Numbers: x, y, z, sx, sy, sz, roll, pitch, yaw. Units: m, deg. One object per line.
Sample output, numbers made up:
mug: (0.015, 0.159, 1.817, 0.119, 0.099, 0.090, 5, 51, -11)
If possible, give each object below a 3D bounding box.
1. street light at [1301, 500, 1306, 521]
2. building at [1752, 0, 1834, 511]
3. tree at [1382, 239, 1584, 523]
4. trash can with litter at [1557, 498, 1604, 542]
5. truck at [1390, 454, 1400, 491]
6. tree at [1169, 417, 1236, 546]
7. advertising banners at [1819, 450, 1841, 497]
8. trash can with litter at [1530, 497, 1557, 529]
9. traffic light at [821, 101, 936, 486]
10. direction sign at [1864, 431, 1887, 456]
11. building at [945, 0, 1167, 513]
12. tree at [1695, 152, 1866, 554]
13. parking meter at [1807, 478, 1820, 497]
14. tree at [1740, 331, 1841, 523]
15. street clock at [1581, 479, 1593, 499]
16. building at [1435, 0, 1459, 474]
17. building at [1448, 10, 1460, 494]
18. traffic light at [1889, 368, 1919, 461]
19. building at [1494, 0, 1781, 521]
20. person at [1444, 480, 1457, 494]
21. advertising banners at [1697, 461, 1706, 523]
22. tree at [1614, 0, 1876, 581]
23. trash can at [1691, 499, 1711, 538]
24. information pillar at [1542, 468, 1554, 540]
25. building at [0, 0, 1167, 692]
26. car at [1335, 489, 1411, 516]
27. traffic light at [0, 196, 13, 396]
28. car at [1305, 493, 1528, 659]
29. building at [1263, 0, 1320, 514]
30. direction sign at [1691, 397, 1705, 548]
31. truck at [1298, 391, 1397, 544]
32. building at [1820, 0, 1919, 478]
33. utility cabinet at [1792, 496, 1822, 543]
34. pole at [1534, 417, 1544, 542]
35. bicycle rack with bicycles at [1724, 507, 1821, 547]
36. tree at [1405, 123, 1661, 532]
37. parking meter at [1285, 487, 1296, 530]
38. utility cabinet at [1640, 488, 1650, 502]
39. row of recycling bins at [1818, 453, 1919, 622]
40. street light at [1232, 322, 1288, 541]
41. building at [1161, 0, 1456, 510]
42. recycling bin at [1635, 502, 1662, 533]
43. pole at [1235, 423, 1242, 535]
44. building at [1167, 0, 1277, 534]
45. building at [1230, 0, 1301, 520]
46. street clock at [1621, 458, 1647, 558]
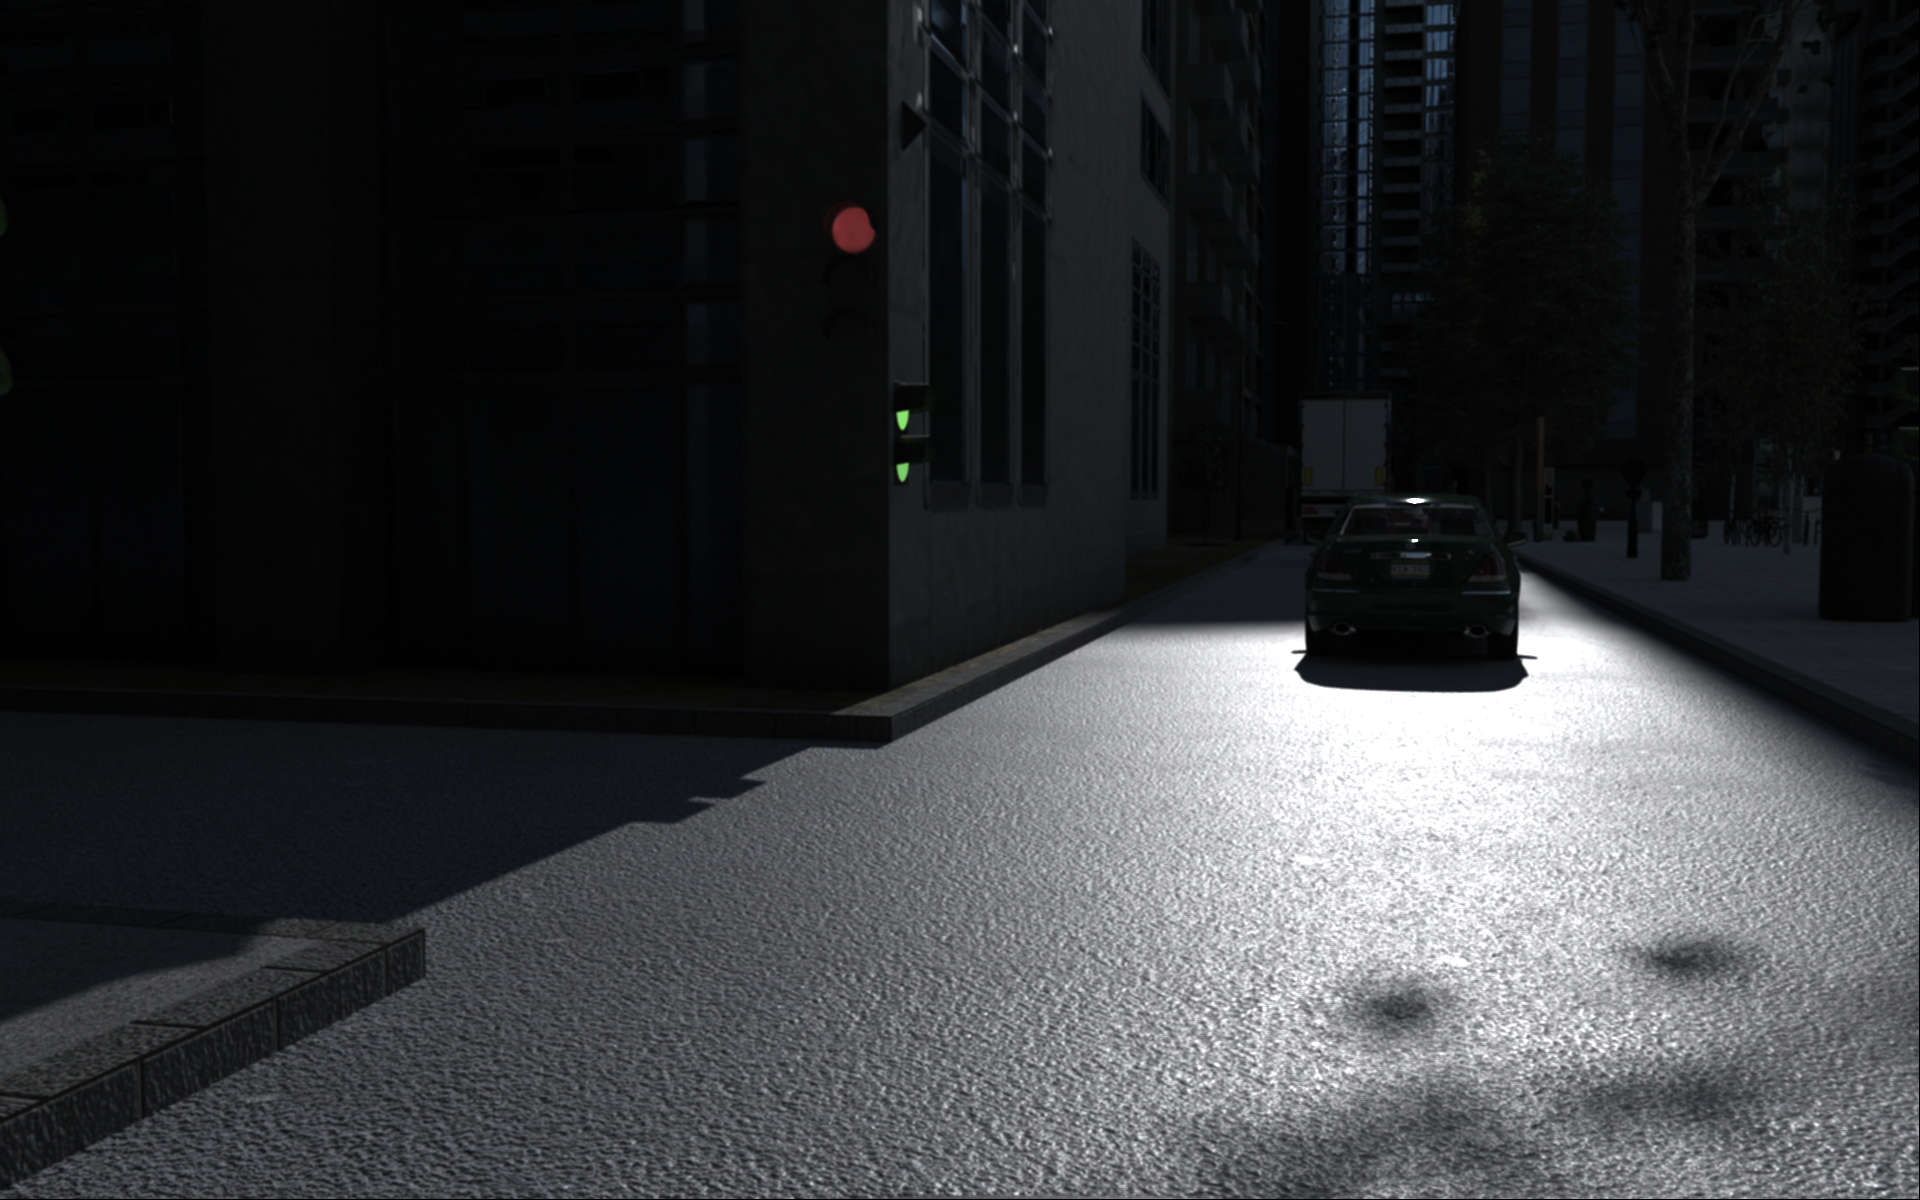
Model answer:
street light: (16.706, -6.635, 81.020, 1.470, 5.913, 1.316, 1, 4, 14)
building: (81.966, -33.432, 166.227, 30.456, 49.044, 23.786, 1, 4, 14)
tree: (22.962, -9.687, 75.391, 9.611, 12.733, 9.660, 0, 3, 0)
trash can with litter: (16.739, -2.152, 46.566, 1.055, 1.170, 0.624, -2, 4, -31)
truck: (30.738, -8.439, 126.891, 2.839, 4.237, 11.283, 1, 4, 15)
tree: (6.231, -2.974, 43.228, 1.663, 3.219, 1.824, 0, 3, 0)
advertising banners: (34.532, -4.455, 69.034, 2.074, 3.025, 0.090, -2, 4, -35)
trash can with litter: (21.323, -3.163, 63.104, 1.055, 1.170, 0.624, 1, 4, 23)
traffic light: (-0.603, -1.377, 11.440, 0.839, 4.253, 0.868, 1, 4, 14)
direction sign: (33.111, -4.325, 62.712, 0.876, 3.537, 0.379, 0, 4, -8)
building: (16.689, -51.179, 149.441, 31.000, 86.520, 22.319, 1, 4, 14)
tree: (17.510, -5.279, 36.678, 4.737, 8.622, 4.395, 0, 3, 0)
parking meter: (31.791, -3.598, 64.535, 0.399, 1.863, 0.255, -2, 4, -27)
tree: (36.847, -7.770, 77.399, 4.360, 8.622, 3.978, 0, 3, 0)
street clock: (29.303, -4.673, 80.969, 0.471, 2.002, 0.358, 0, 4, 4)
building: (50.859, -31.727, 138.349, 23.786, 49.044, 30.456, 1, 4, 14)
building: (36.770, -20.327, 104.050, 14.160, 30.474, 14.107, 1, 4, 14)
traffic light: (5.822, -1.282, 9.885, 0.839, 4.253, 0.868, 1, 4, 14)
building: (33.303, -26.898, 89.899, 14.600, 45.320, 14.200, 1, 4, 14)
person: (13.994, -2.504, 49.346, 0.656, 1.842, 0.836, 3, 4, 38)
advertising banners: (27.125, -4.112, 63.427, 0.090, 3.025, 2.074, 1, 4, 16)
tree: (11.638, -10.287, 24.087, 12.611, 20.169, 13.585, 0, 3, 0)
trash can: (21.388, -2.361, 50.260, 0.748, 1.137, 0.748, 0, 3, 0)
information pillar: (16.300, -2.674, 48.205, 0.304, 2.012, 0.304, -1, 4, -12)
building: (-7.609, -43.645, 26.262, 22.319, 86.520, 31.000, 1, 4, 14)
car: (8.752, -1.617, 35.470, 2.155, 1.783, 4.494, 1, 4, 15)
traffic light: (-2.507, -0.903, 3.685, 0.839, 4.253, 0.868, 1, 4, 14)
car: (4.346, -0.294, 16.600, 2.131, 1.459, 4.920, 1, 4, 15)
building: (15.993, -28.301, 112.826, 14.600, 45.320, 14.200, 1, 4, 14)
direction sign: (17.074, -2.985, 40.799, 0.379, 3.537, 0.876, -3, 4, -38)
truck: (11.824, -3.901, 52.690, 2.839, 4.237, 11.283, 1, 4, 14)
building: (79.250, -29.929, 139.455, 14.200, 45.320, 14.600, 1, 4, 14)
utility cabinet: (22.304, -2.100, 45.492, 1.020, 1.237, 0.306, -2, 4, -30)
pole: (15.358, -3.186, 45.941, 0.158, 3.312, 0.155, 0, 3, 0)
bicycle rack with bicycles: (20.275, -1.810, 42.982, 2.852, 0.926, 2.925, 1, 4, 20)
tree: (17.685, -8.289, 53.659, 7.486, 12.596, 7.792, 0, 3, 0)
parking meter: (11.771, -3.254, 61.611, 0.372, 1.533, 0.369, 0, 3, 0)
utility cabinet: (24.383, -3.239, 61.634, 0.318, 1.500, 1.173, 1, 4, 20)
row of recycling bins: (10.229, -0.701, 18.581, 1.069, 1.692, 3.534, 3, 5, 45)
street light: (8.147, -4.555, 47.018, 1.470, 5.913, 1.316, 1, 4, 14)
building: (37.777, -52.751, 175.152, 31.000, 86.520, 22.319, 1, 4, 14)
recycling bin: (22.806, -2.748, 57.482, 0.722, 1.027, 0.722, -3, 5, -43)
pole: (8.036, -3.433, 49.979, 0.158, 3.312, 0.155, 0, 3, 0)
building: (-0.380, -27.268, 65.437, 23.786, 49.044, 30.456, 1, 4, 14)
building: (8.703, -40.225, 95.933, 20.563, 71.187, 20.611, 1, 4, 14)
street clock: (13.523, -1.848, 34.784, 0.471, 2.002, 0.358, 2, 4, 29)
